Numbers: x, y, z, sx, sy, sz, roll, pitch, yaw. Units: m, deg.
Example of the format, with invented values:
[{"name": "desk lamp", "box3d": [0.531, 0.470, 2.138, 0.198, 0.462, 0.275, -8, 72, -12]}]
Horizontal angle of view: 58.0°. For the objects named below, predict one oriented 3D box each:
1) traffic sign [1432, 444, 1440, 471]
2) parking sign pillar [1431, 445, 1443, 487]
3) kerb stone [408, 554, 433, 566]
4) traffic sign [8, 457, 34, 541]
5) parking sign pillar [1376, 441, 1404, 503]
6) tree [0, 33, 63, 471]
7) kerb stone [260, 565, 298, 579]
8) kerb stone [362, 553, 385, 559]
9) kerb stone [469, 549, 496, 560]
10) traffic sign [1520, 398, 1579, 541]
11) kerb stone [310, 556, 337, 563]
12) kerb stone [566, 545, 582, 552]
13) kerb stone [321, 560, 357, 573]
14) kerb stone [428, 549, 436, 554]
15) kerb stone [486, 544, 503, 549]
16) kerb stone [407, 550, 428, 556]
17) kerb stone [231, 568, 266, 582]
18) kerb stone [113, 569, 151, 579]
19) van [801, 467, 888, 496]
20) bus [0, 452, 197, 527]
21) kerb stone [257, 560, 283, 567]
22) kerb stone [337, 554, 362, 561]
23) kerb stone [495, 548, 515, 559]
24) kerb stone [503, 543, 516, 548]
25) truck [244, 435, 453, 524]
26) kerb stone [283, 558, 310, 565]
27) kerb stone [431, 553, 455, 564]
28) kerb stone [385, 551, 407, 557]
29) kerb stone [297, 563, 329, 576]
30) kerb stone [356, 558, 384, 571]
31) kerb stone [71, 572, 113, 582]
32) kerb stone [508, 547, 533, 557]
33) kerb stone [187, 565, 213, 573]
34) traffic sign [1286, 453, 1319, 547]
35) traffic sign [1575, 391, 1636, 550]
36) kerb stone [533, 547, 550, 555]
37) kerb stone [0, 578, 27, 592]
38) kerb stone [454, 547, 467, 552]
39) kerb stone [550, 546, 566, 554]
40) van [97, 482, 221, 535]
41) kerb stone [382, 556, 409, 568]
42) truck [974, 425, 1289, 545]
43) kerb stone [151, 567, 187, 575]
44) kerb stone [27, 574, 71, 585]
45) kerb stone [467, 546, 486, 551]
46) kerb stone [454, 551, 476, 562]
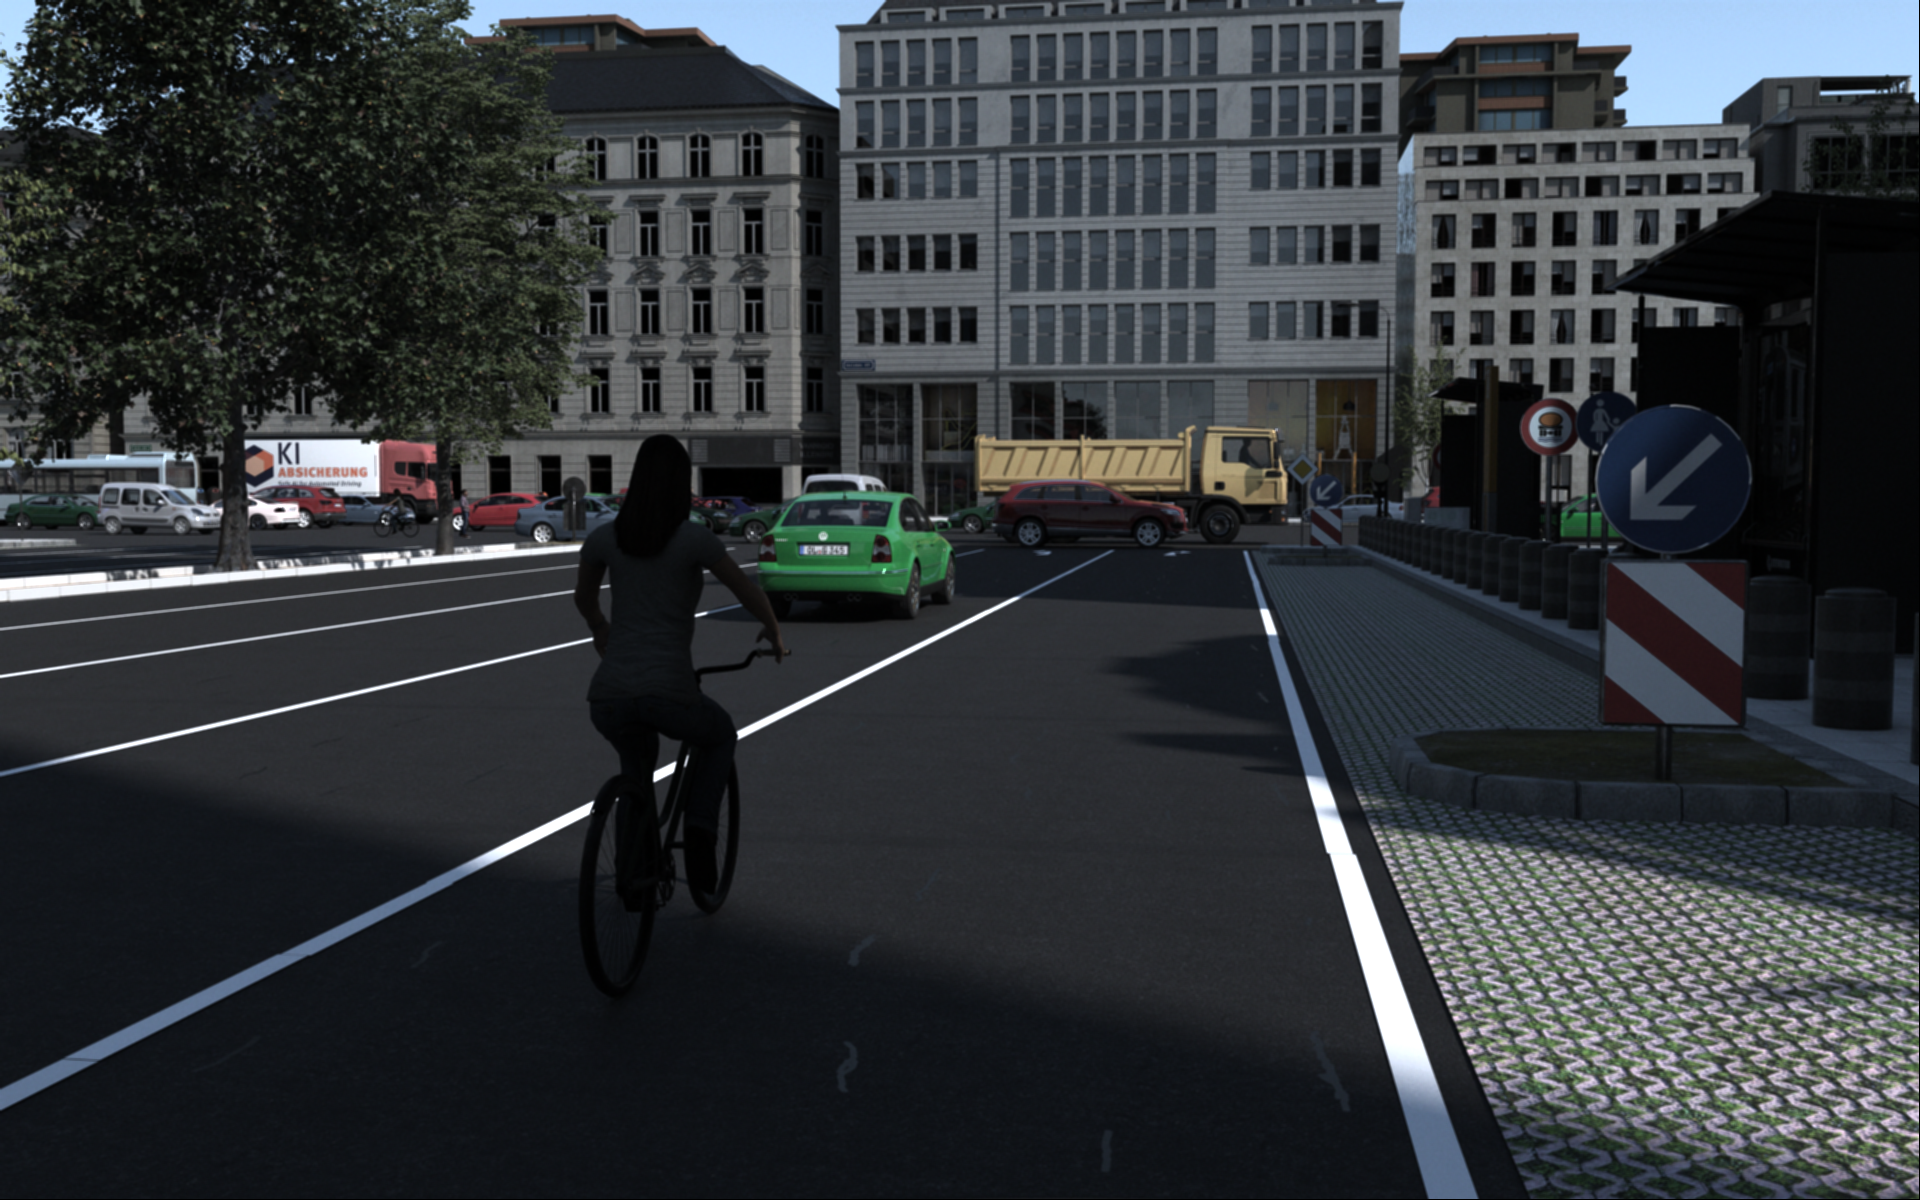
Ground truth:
[{"name": "traffic sign", "box3d": [11.776, -2.551, 41.813, 0.768, 2.556, 0.104, 1, 4, 9]}, {"name": "parking sign pillar", "box3d": [23.547, -5.936, 85.525, 1.447, 3.967, 1.447, 1, 4, 10]}, {"name": "kerb stone", "box3d": [-10.933, -0.772, 34.815, 0.120, 0.150, 1.000, 1, 4, 9]}, {"name": "traffic sign", "box3d": [-25.746, -2.682, 47.491, 0.795, 2.450, 0.064, 1, 4, 9]}, {"name": "parking sign pillar", "box3d": [21.449, -5.991, 86.425, 1.447, 3.967, 1.447, 1, 4, 12]}, {"name": "tree", "box3d": [-13.555, -4.244, 22.202, 4.737, 8.622, 4.395, 0, 3, 0]}, {"name": "kerb stone", "box3d": [-11.719, -0.453, 29.723, 0.120, 0.150, 1.000, 1, 4, 9]}, {"name": "kerb stone", "box3d": [-12.701, -0.916, 37.168, 0.120, 0.150, 1.000, 1, 4, 9]}, {"name": "kerb stone", "box3d": [-10.462, -0.958, 37.871, 0.120, 0.150, 1.000, 1, 4, 9]}, {"name": "traffic sign", "box3d": [7.848, -1.406, 23.087, 0.768, 2.556, 0.104, 1, 4, 13]}, {"name": "kerb stone", "box3d": [-13.009, -0.791, 35.135, 0.120, 0.150, 1.000, 1, 4, 9]}, {"name": "kerb stone", "box3d": [-9.676, -1.270, 42.962, 0.120, 0.150, 1.000, 1, 4, 9]}, {"name": "kerb stone", "box3d": [-11.407, -0.585, 31.763, 0.120, 0.150, 1.000, 1, 4, 9]}, {"name": "kerb stone", "box3d": [-12.231, -1.103, 40.229, 0.120, 0.150, 1.000, 1, 4, 9]}, {"name": "kerb stone", "box3d": [-11.756, -1.288, 43.280, 0.120, 0.150, 1.000, 1, 4, 9]}, {"name": "kerb stone", "box3d": [-12.383, -1.040, 39.204, 0.120, 0.150, 1.000, 1, 4, 9]}, {"name": "kerb stone", "box3d": [-11.877, -0.398, 28.696, 0.120, 0.150, 1.000, 1, 4, 9]}, {"name": "kerb stone", "box3d": [-13.957, -0.414, 29.013, 0.120, 0.150, 1.000, 1, 4, 9]}, {"name": "van", "box3d": [-2.302, -1.870, 37.594, 2.013, 2.044, 4.112, 1, 4, 10]}, {"name": "bus", "box3d": [-40.915, -5.037, 77.221, 13.247, 3.499, 2.948, 0, 4, 7]}, {"name": "kerb stone", "box3d": [-13.318, -0.667, 33.102, 0.120, 0.150, 1.000, 1, 4, 9]}, {"name": "kerb stone", "box3d": [-12.849, -0.854, 36.151, 0.120, 0.150, 1.000, 1, 4, 9]}, {"name": "kerb stone", "box3d": [-10.308, -1.018, 38.890, 0.120, 0.150, 1.000, 1, 4, 9]}, {"name": "kerb stone", "box3d": [-11.601, -1.352, 44.297, 0.120, 0.150, 1.000, 1, 4, 9]}, {"name": "truck", "box3d": [-29.396, -5.755, 83.008, 11.283, 4.237, 2.839, 1, 4, 10]}, {"name": "kerb stone", "box3d": [-13.166, -0.728, 34.119, 0.120, 0.150, 1.000, 1, 4, 9]}, {"name": "kerb stone", "box3d": [-10.778, -0.834, 35.834, 0.120, 0.150, 1.000, 1, 4, 9]}, {"name": "kerb stone", "box3d": [-12.540, -0.978, 38.184, 0.120, 0.150, 1.000, 1, 4, 9]}, {"name": "kerb stone", "box3d": [-11.552, -0.518, 30.745, 0.120, 0.150, 1.000, 1, 4, 9]}, {"name": "kerb stone", "box3d": [-11.250, -0.648, 32.784, 0.120, 0.150, 1.000, 1, 4, 9]}, {"name": "kerb stone", "box3d": [-14.103, -0.354, 27.990, 0.120, 0.150, 1.000, 1, 4, 9]}, {"name": "kerb stone", "box3d": [-10.155, -1.083, 39.907, 0.120, 0.150, 1.000, 1, 4, 9]}, {"name": "kerb stone", "box3d": [-13.641, -0.537, 31.071, 0.120, 0.150, 1.000, 1, 4, 9]}, {"name": "traffic sign", "box3d": [8.344, -2.360, 42.235, 0.795, 2.450, 0.064, 1, 4, 9]}, {"name": "traffic sign", "box3d": [8.043, -1.313, 21.576, 0.768, 2.556, 0.104, 1, 4, 12]}, {"name": "kerb stone", "box3d": [-9.992, -1.145, 40.922, 0.120, 0.150, 1.000, 1, 4, 9]}, {"name": "kerb stone", "box3d": [-14.424, -0.230, 25.955, 0.120, 0.150, 1.000, 1, 4, 9]}, {"name": "kerb stone", "box3d": [-12.068, -1.165, 41.246, 0.120, 0.150, 1.000, 1, 4, 9]}, {"name": "kerb stone", "box3d": [-9.839, -1.208, 41.944, 0.120, 0.150, 1.000, 1, 4, 9]}, {"name": "van", "box3d": [-28.338, -3.326, 61.390, 4.112, 2.044, 2.013, 1, 4, 9]}, {"name": "kerb stone", "box3d": [-11.090, -0.710, 33.799, 0.120, 0.150, 1.000, 1, 4, 9]}, {"name": "truck", "box3d": [5.419, -3.328, 50.338, 9.791, 3.379, 3.469, 1, 4, 9]}, {"name": "kerb stone", "box3d": [-13.796, -0.477, 30.037, 0.120, 0.150, 1.000, 1, 4, 9]}, {"name": "kerb stone", "box3d": [-14.274, -0.292, 26.972, 0.120, 0.150, 1.000, 1, 4, 9]}, {"name": "kerb stone", "box3d": [-11.906, -1.227, 42.262, 0.120, 0.150, 1.000, 1, 4, 9]}, {"name": "kerb stone", "box3d": [-10.623, -0.895, 36.856, 0.120, 0.150, 1.000, 1, 4, 9]}]
